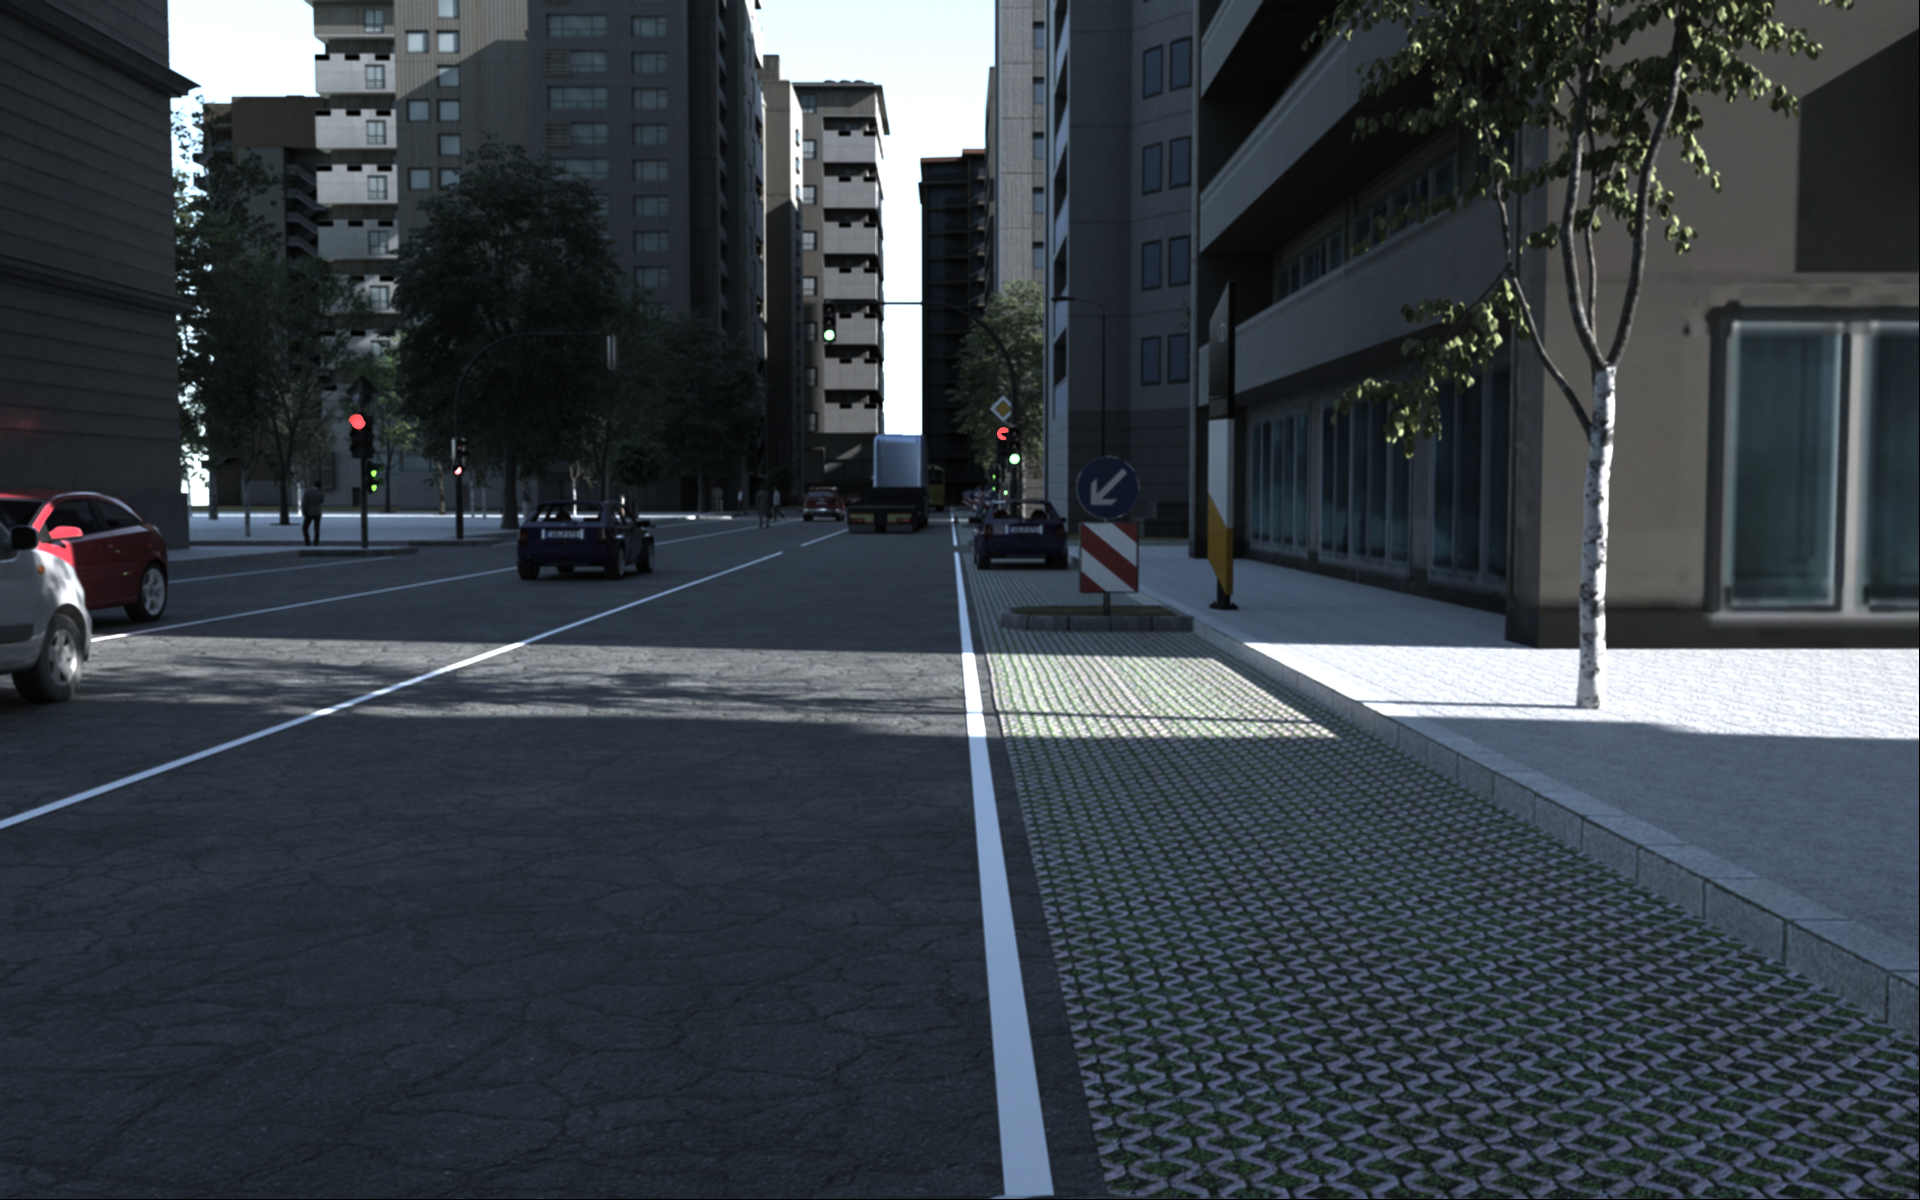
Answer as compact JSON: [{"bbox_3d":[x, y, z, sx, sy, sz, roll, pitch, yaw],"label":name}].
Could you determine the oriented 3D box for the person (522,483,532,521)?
[{"bbox_3d":[-17.906,-3.980,71.657,0.362,1.759,0.519,0,4,6],"label":"person"}]

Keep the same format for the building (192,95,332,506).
[{"bbox_3d":[-74.450,-33.127,191.742,14.200,45.320,14.600,0,4,0],"label":"building"}]

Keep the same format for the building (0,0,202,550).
[{"bbox_3d":[-29.146,-15.050,33.460,23.554,28.519,14.401,0,4,0],"label":"building"}]

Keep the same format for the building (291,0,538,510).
[{"bbox_3d":[-53.029,-36.451,185.214,27.495,52.752,28.713,0,4,0],"label":"building"}]

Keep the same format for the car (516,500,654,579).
[{"bbox_3d":[-6.510,-1.092,30.432,1.945,1.354,3.894,0,4,1],"label":"car"}]

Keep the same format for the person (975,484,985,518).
[{"bbox_3d":[0.807,-3.732,69.533,0.388,1.821,0.555,-2,4,-32],"label":"person"}]

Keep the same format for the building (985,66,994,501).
[{"bbox_3d":[13.560,-34.576,189.020,21.300,48.544,21.600,0,4,0],"label":"building"}]

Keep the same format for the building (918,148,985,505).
[{"bbox_3d":[7.653,-34.454,217.946,28.867,44.769,22.147,0,4,0],"label":"building"}]

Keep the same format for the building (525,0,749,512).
[{"bbox_3d":[-23.896,-27.344,130.668,14.154,41.232,14.086,0,4,0],"label":"building"}]

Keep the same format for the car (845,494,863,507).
[{"bbox_3d":[-11.892,-11.248,192.941,2.155,1.783,4.494,0,4,-2],"label":"car"}]

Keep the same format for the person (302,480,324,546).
[{"bbox_3d":[-16.517,-2.171,44.173,0.592,1.802,0.473,-1,4,-23],"label":"person"}]

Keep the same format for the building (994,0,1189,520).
[{"bbox_3d":[12.660,-34.694,109.251,21.231,58.520,28.212,0,4,0],"label":"building"}]

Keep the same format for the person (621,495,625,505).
[{"bbox_3d":[-19.458,-5.453,100.222,0.382,1.210,0.505,0,4,-6],"label":"person"}]

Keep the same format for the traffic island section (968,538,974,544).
[{"bbox_3d":[1.243,-1.646,49.190,2.009,0.180,2.903,0,4,0],"label":"traffic island section"}]

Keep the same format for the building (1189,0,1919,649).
[{"bbox_3d":[15.375,-24.447,23.403,21.300,48.544,21.600,0,4,0],"label":"building"}]

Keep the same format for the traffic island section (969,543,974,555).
[{"bbox_3d":[1.291,-1.157,41.205,2.009,0.180,2.903,0,4,0],"label":"traffic island section"}]

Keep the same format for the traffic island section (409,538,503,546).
[{"bbox_3d":[-14.198,-1.640,49.102,2.009,0.180,2.903,0,4,0],"label":"traffic island section"}]

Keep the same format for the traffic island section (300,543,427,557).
[{"bbox_3d":[-14.150,-1.152,41.117,2.009,0.180,2.903,0,4,0],"label":"traffic island section"}]

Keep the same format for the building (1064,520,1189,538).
[{"bbox_3d":[17.460,-31.611,58.837,28.212,58.520,21.231,0,4,0],"label":"building"}]

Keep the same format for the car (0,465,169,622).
[{"bbox_3d":[-9.947,-0.548,18.008,2.155,1.783,4.494,0,4,0],"label":"car"}]

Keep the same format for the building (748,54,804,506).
[{"bbox_3d":[-28.502,-34.563,188.808,21.600,48.544,21.300,0,4,0],"label":"building"}]

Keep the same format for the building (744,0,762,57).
[{"bbox_3d":[-31.734,-34.393,151.562,28.713,52.752,27.495,0,4,0],"label":"building"}]

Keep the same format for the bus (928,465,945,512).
[{"bbox_3d":[-2.598,-9.364,144.654,2.896,3.916,12.252,0,4,-1],"label":"bus"}]

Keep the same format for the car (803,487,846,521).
[{"bbox_3d":[-7.281,-5.149,92.852,2.281,1.827,5.304,0,4,-1],"label":"car"}]

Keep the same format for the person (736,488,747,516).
[{"bbox_3d":[-14.650,-6.554,115.762,0.850,1.850,0.679,-1,4,-9],"label":"person"}]

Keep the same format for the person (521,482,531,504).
[{"bbox_3d":[-19.797,-4.478,79.059,0.447,1.846,0.655,-1,4,-19],"label":"person"}]

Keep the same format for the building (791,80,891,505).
[{"bbox_3d":[-20.851,-38.655,221.255,27.495,52.752,28.713,0,4,0],"label":"building"}]

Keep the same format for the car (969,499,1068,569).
[{"bbox_3d":[1.155,-1.315,34.085,1.945,1.354,3.894,0,4,-1],"label":"car"}]

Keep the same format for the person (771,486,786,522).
[{"bbox_3d":[-9.476,-5.012,90.299,0.795,1.843,0.661,-1,4,-15],"label":"person"}]

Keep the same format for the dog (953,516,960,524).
[{"bbox_3d":[-0.119,-3.821,82.661,0.550,0.427,0.748,2,4,26],"label":"dog"}]

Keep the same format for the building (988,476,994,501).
[{"bbox_3d":[18.923,-29.027,166.471,32.217,40.220,23.993,0,4,0],"label":"building"}]

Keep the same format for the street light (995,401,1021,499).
[{"bbox_3d":[2.424,-6.953,86.224,1.470,5.913,1.316,0,4,0],"label":"street light"}]

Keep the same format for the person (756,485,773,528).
[{"bbox_3d":[-8.347,-3.981,73.686,0.694,1.812,0.767,-1,4,-18],"label":"person"}]
